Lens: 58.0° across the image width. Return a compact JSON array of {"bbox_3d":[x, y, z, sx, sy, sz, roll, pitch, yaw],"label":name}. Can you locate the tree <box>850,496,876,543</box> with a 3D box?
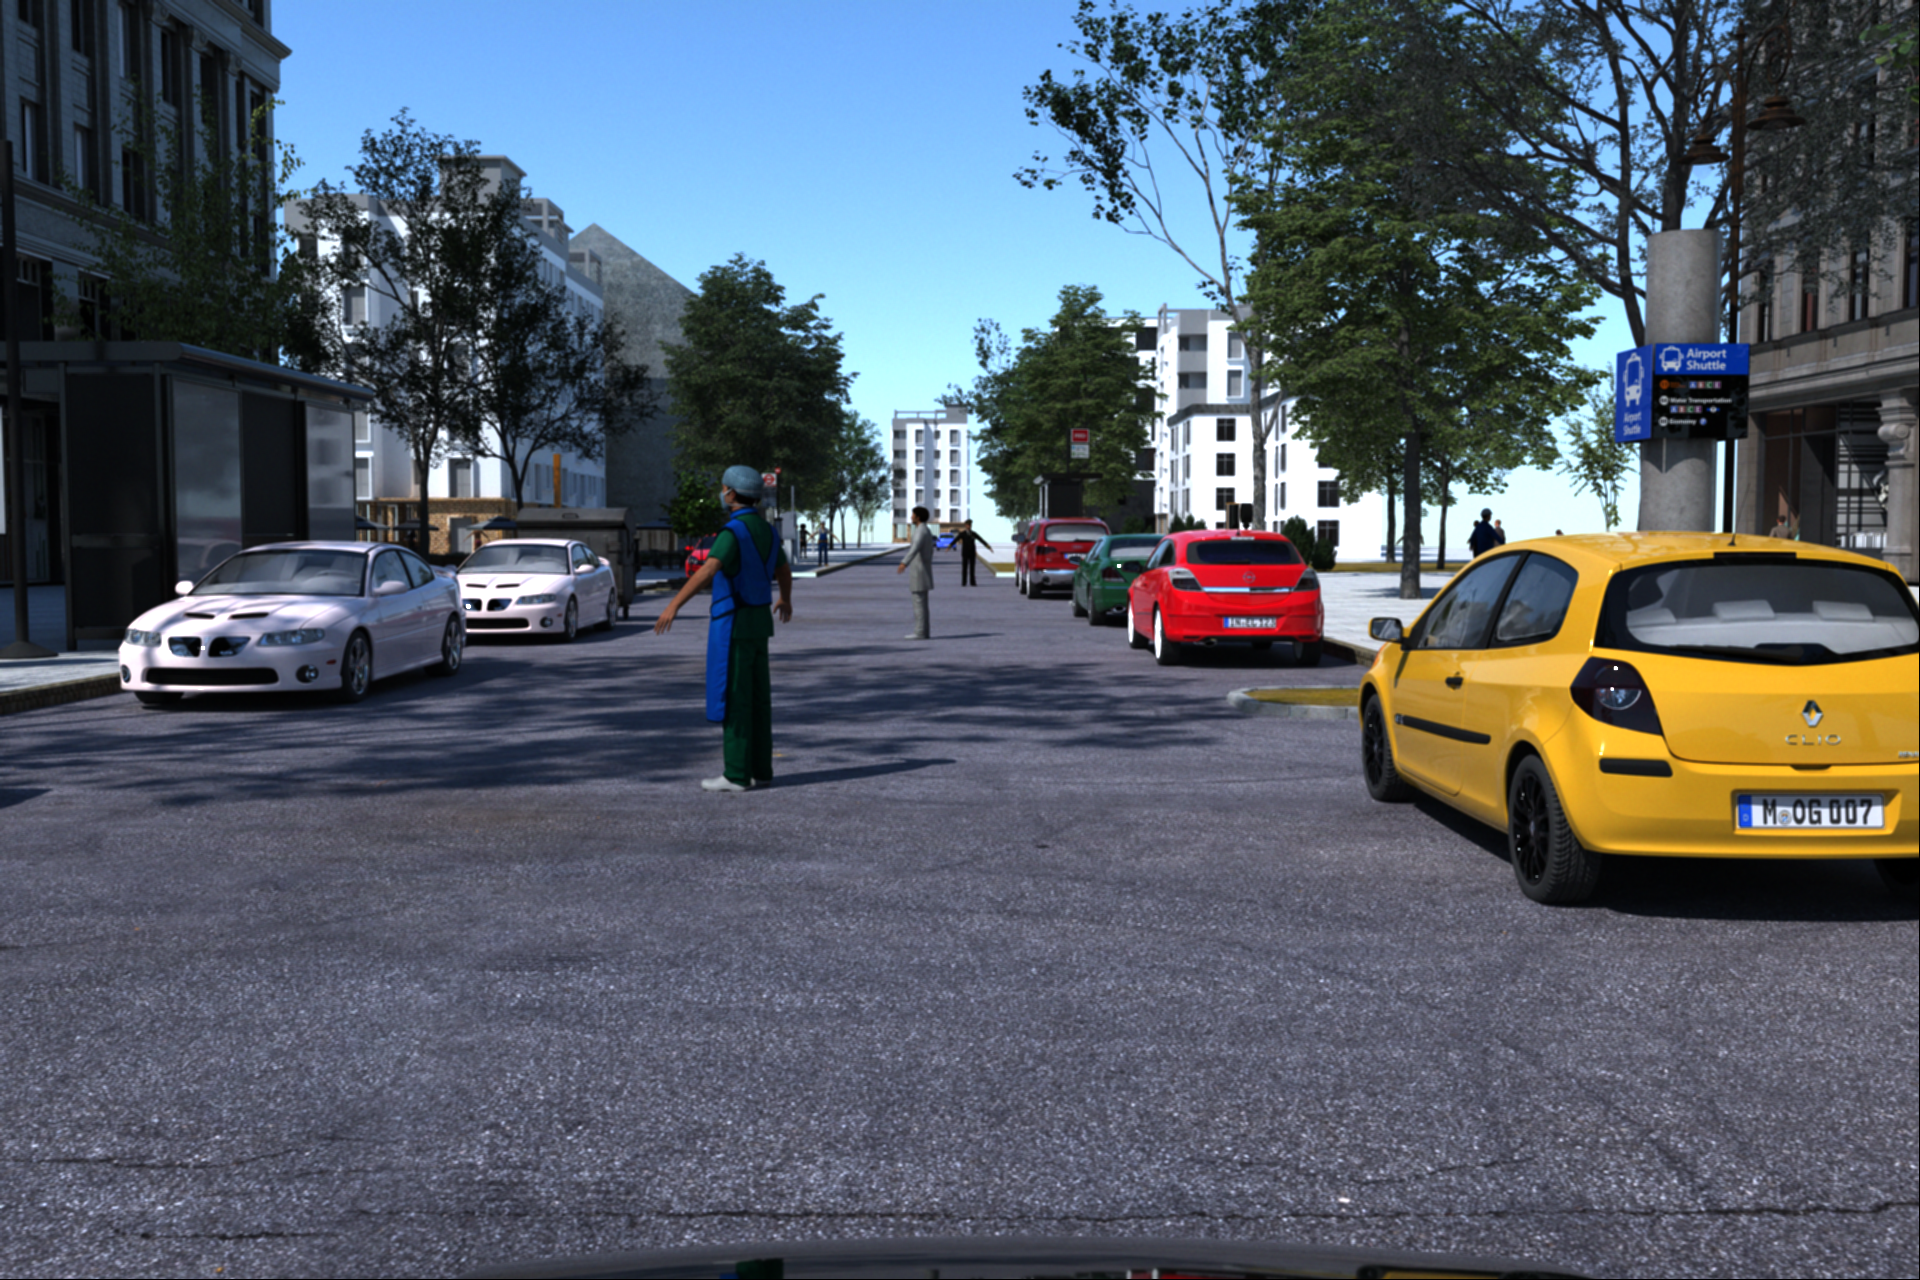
[{"bbox_3d":[-13.255,-18.233,248.473,4.360,8.622,3.978,0,3,0],"label":"tree"}]

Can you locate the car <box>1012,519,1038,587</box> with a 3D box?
[{"bbox_3d":[2.520,-2.261,45.643,2.281,1.827,5.304,0,3,0],"label":"car"}]

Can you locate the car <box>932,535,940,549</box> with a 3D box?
[{"bbox_3d":[-2.804,-9.298,164.600,1.945,1.354,3.894,0,3,0],"label":"car"}]

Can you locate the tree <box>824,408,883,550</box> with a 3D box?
[{"bbox_3d":[-10.212,-13.061,139.296,9.928,11.665,9.643,0,3,0],"label":"tree"}]

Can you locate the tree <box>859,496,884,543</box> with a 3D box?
[{"bbox_3d":[-12.697,-18.650,255.295,4.360,8.622,3.978,0,3,0],"label":"tree"}]

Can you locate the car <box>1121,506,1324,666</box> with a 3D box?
[{"bbox_3d":[3.023,-0.692,20.359,2.155,1.783,4.494,0,4,-1],"label":"car"}]

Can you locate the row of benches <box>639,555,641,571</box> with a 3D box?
[{"bbox_3d":[-12.882,-2.667,59.073,4.104,0.672,1.422,-3,4,-37],"label":"row of benches"}]

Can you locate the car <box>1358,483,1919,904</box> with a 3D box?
[{"bbox_3d":[3.058,0.128,8.138,2.015,1.641,3.980,0,3,0],"label":"car"}]

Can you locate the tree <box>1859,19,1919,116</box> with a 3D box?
[{"bbox_3d":[8.946,-6.231,8.527,9.857,13.997,8.962,0,3,0],"label":"tree"}]

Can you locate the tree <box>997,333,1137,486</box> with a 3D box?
[{"bbox_3d":[5.495,-9.959,88.577,9.928,11.665,9.643,0,3,0],"label":"tree"}]

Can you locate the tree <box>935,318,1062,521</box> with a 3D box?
[{"bbox_3d":[4.119,-18.199,153.446,12.611,20.169,13.585,0,3,0],"label":"tree"}]

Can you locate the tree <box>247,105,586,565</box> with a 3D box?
[{"bbox_3d":[-12.306,-6.387,38.835,8.767,10.594,7.601,1,4,17],"label":"tree"}]

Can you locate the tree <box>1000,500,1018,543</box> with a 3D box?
[{"bbox_3d":[8.217,-18.383,250.921,4.360,8.622,3.978,0,3,0],"label":"tree"}]

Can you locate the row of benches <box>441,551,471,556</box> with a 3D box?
[{"bbox_3d":[-16.659,-2.818,61.531,4.104,0.672,1.422,2,4,27],"label":"row of benches"}]

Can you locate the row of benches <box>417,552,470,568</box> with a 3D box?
[{"bbox_3d":[-17.864,-2.598,57.948,4.104,0.672,1.422,2,4,29],"label":"row of benches"}]

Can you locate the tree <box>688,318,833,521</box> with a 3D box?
[{"bbox_3d":[-10.550,-10.448,88.958,7.486,12.596,7.792,0,3,0],"label":"tree"}]

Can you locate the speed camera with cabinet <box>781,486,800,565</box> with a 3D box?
[{"bbox_3d":[-7.042,-4.743,71.891,0.660,3.252,2.038,0,4,1],"label":"speed camera with cabinet"}]

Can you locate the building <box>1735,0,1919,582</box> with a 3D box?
[{"bbox_3d":[27.253,-12.198,49.400,10.553,20.879,40.483,0,4,0],"label":"building"}]

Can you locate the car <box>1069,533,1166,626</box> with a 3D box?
[{"bbox_3d":[2.901,-1.022,28.506,2.131,1.459,4.920,0,4,-1],"label":"car"}]

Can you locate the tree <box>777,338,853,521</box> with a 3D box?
[{"bbox_3d":[-9.886,-11.107,99.719,7.486,12.596,7.792,0,3,0],"label":"tree"}]

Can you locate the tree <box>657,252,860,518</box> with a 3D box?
[{"bbox_3d":[-9.127,-10.504,78.399,9.857,13.997,8.962,0,3,0],"label":"tree"}]

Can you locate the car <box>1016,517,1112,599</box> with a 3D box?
[{"bbox_3d":[2.461,-1.893,39.629,2.281,1.827,5.304,0,4,-1],"label":"car"}]

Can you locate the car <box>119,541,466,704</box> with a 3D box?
[{"bbox_3d":[-6.021,-0.232,16.156,2.083,1.381,4.827,0,4,0],"label":"car"}]

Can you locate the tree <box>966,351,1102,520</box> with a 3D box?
[{"bbox_3d":[5.492,-12.893,117.455,9.857,13.997,8.962,0,3,0],"label":"tree"}]

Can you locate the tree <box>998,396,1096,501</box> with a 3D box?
[{"bbox_3d":[5.429,-10.304,102.886,7.601,10.594,8.767,-3,4,-39],"label":"tree"}]

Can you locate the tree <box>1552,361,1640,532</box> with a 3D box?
[{"bbox_3d":[27.189,-7.503,73.044,4.737,8.622,4.395,0,3,0],"label":"tree"}]

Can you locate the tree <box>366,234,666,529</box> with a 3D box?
[{"bbox_3d":[-12.953,-7.141,51.173,8.767,10.594,7.601,-2,4,-24],"label":"tree"}]

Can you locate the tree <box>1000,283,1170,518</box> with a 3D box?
[{"bbox_3d":[5.676,-9.857,79.294,7.486,12.596,7.792,0,3,0],"label":"tree"}]

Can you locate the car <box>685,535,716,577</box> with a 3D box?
[{"bbox_3d":[-6.453,-2.380,47.956,2.155,1.783,4.494,0,4,0],"label":"car"}]

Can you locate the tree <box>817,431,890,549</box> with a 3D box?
[{"bbox_3d":[-10.100,-13.271,151.385,8.767,10.594,7.601,0,4,6],"label":"tree"}]

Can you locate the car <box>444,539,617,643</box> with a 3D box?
[{"bbox_3d":[-6.055,-0.733,24.348,2.083,1.381,4.827,0,4,-1],"label":"car"}]

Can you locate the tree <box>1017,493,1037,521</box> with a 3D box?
[{"bbox_3d":[5.694,-11.755,142.556,4.737,8.622,4.395,0,3,0],"label":"tree"}]

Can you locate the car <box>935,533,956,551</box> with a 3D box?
[{"bbox_3d":[-1.167,-8.604,150.265,1.945,1.707,3.694,0,4,-1],"label":"car"}]

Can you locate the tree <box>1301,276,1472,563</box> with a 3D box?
[{"bbox_3d":[18.642,-9.675,76.311,7.486,12.596,7.792,0,3,0],"label":"tree"}]

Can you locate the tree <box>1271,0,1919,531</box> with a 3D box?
[{"bbox_3d":[8.968,-6.834,22.103,12.009,13.543,11.850,0,3,0],"label":"tree"}]

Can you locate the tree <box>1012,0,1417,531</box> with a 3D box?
[{"bbox_3d":[7.633,-11.773,48.381,12.611,20.169,13.585,0,3,0],"label":"tree"}]

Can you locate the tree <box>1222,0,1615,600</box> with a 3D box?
[{"bbox_3d":[8.550,-7.090,34.055,7.486,12.596,7.792,0,3,0],"label":"tree"}]

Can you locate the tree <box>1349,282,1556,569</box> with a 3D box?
[{"bbox_3d":[17.736,-7.826,62.367,7.601,10.594,8.767,0,4,-2],"label":"tree"}]

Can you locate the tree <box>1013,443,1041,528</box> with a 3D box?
[{"bbox_3d":[5.291,-10.898,128.546,4.737,8.622,4.395,0,3,0],"label":"tree"}]

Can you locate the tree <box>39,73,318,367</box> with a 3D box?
[{"bbox_3d":[-12.108,-4.727,27.656,4.737,8.622,4.395,0,3,0],"label":"tree"}]

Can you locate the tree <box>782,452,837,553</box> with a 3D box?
[{"bbox_3d":[-10.094,-10.189,116.950,4.737,8.622,4.395,0,3,0],"label":"tree"}]

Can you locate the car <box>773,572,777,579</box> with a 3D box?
[{"bbox_3d":[-6.579,-2.704,53.809,1.945,1.707,3.694,0,3,0],"label":"car"}]

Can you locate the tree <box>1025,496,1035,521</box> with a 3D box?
[{"bbox_3d":[10.620,-18.693,255.988,4.360,8.622,3.978,0,3,0],"label":"tree"}]

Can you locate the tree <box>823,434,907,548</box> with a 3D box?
[{"bbox_3d":[-9.349,-13.893,161.555,8.767,10.594,7.601,-2,4,-27],"label":"tree"}]

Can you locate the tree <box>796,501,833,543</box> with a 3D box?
[{"bbox_3d":[-21.411,-19.561,254.237,7.601,10.594,8.767,0,4,5],"label":"tree"}]
